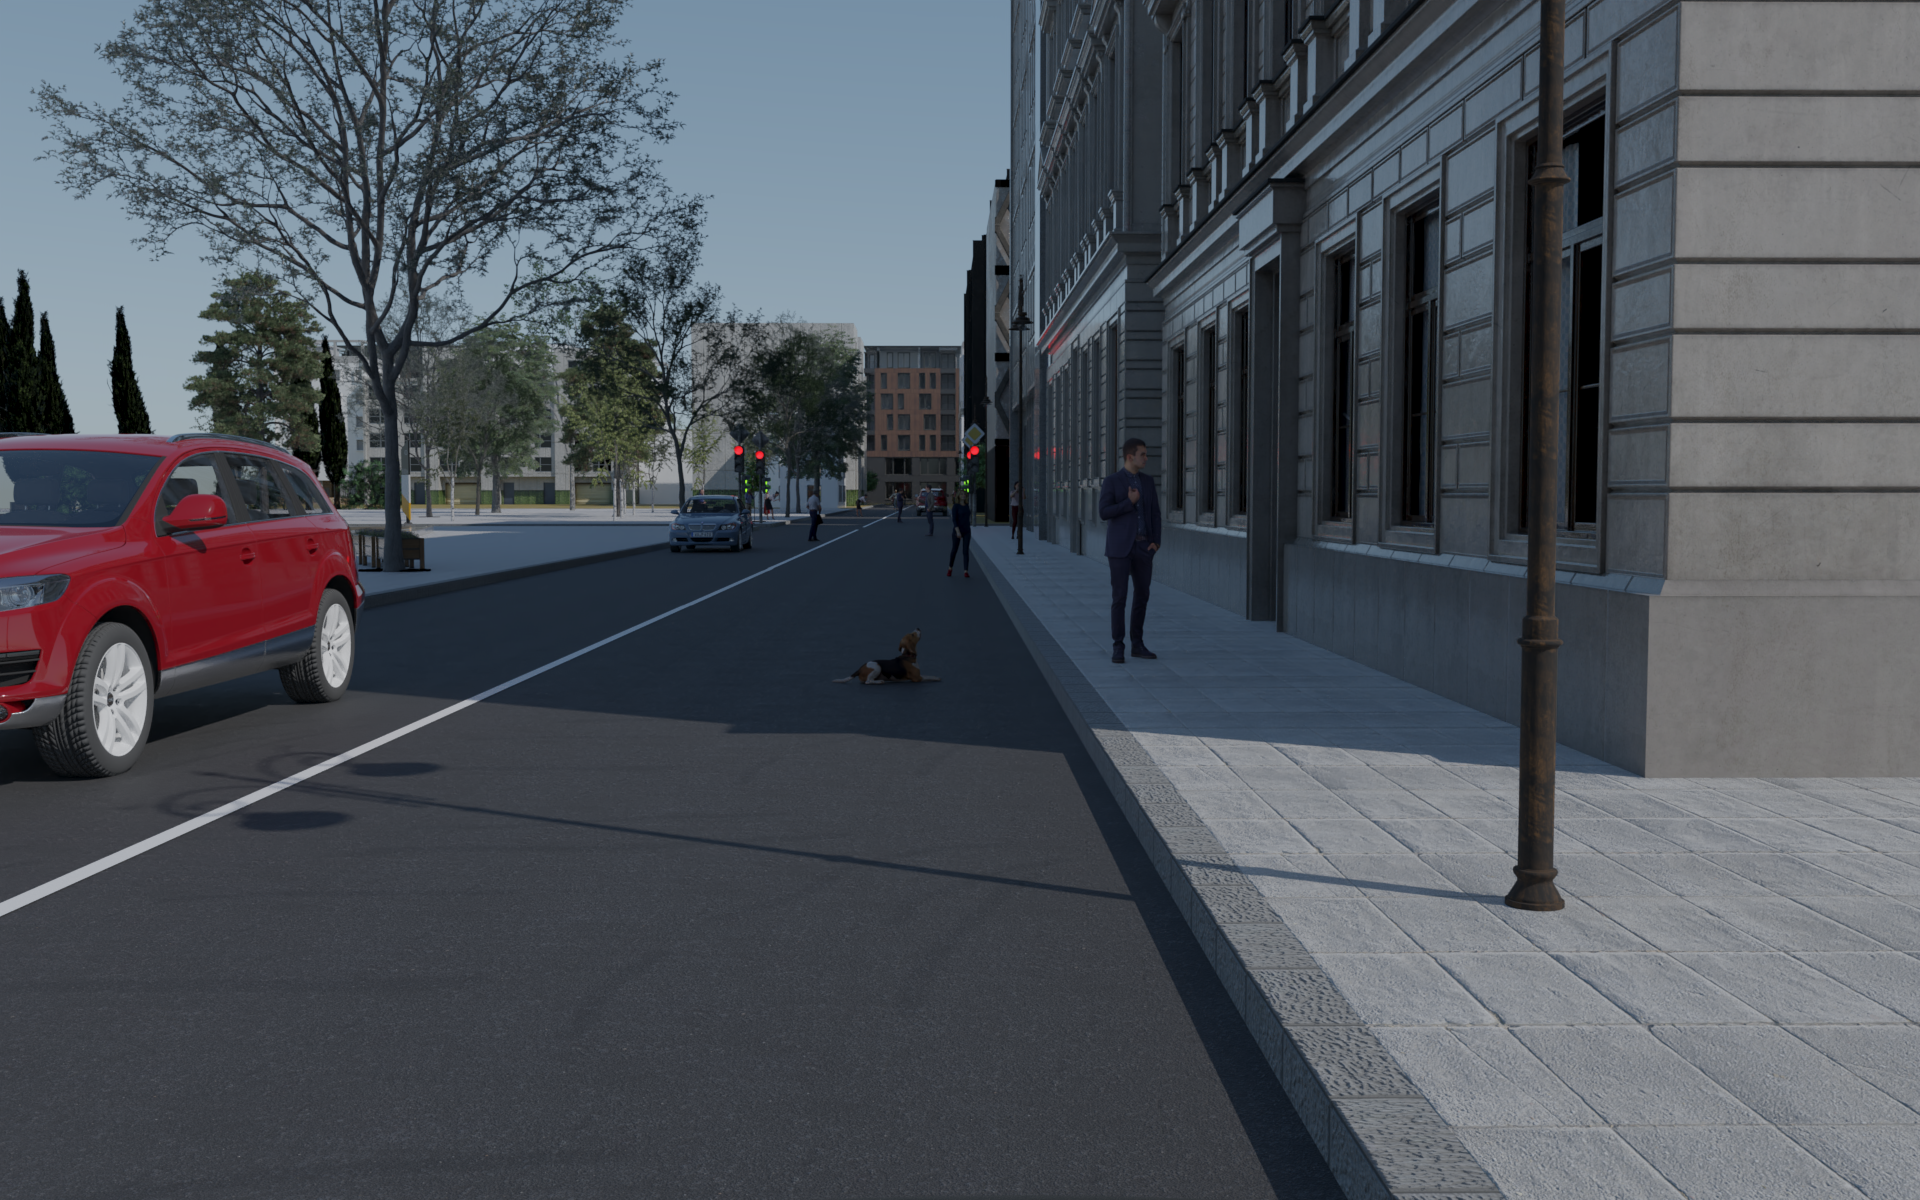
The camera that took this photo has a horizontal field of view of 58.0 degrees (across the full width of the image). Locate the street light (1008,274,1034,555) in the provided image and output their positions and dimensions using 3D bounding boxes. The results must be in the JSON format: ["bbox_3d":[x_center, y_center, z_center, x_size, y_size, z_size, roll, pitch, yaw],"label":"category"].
[{"bbox_3d":[1.281,-3.902,36.587,0.468,5.910,1.993,0,4,-1],"label":"street light"}]

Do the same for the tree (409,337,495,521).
[{"bbox_3d":[-23.992,-8.029,81.629,4.360,8.622,3.978,0,3,0],"label":"tree"}]

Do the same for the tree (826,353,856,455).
[{"bbox_3d":[-9.161,-9.818,94.931,7.601,10.594,8.767,-2,4,-27],"label":"tree"}]

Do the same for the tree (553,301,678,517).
[{"bbox_3d":[-19.265,-10.706,97.091,6.751,12.117,7.091,0,3,0],"label":"tree"}]

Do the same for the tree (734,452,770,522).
[{"bbox_3d":[-9.572,-5.194,79.527,1.663,3.219,1.824,0,3,0],"label":"tree"}]

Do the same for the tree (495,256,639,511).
[{"bbox_3d":[-30.965,-17.107,135.596,12.611,20.169,13.585,0,3,0],"label":"tree"}]

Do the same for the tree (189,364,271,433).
[{"bbox_3d":[-37.342,-8.499,89.323,4.360,8.622,3.978,0,3,0],"label":"tree"}]

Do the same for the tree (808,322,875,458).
[{"bbox_3d":[-10.956,-12.542,115.435,12.009,13.543,11.850,0,3,0],"label":"tree"}]

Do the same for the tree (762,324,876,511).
[{"bbox_3d":[-10.917,-13.722,131.015,9.857,13.997,8.962,0,3,0],"label":"tree"}]

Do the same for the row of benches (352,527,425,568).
[{"bbox_3d":[-10.149,-0.927,30.623,1.422,0.672,4.104,-2,4,-27],"label":"row of benches"}]

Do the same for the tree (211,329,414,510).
[{"bbox_3d":[-54.694,-14.652,141.384,18.604,14.587,13.155,1,4,8],"label":"tree"}]

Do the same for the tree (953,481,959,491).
[{"bbox_3d":[0.067,-14.311,228.579,1.663,3.219,1.824,0,3,0],"label":"tree"}]

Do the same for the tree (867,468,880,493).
[{"bbox_3d":[-11.573,-14.219,216.194,4.285,4.588,4.351,0,3,0],"label":"tree"}]

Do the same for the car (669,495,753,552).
[{"bbox_3d":[-6.316,-1.974,44.282,2.014,1.417,4.499,0,4,-1],"label":"car"}]

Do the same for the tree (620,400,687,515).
[{"bbox_3d":[-21.316,-10.448,121.183,4.360,8.622,3.978,0,3,0],"label":"tree"}]

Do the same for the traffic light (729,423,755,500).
[{"bbox_3d":[-8.611,-4.806,67.823,0.839,4.213,0.868,0,4,-1],"label":"traffic light"}]

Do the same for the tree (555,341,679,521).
[{"bbox_3d":[-16.719,-8.082,82.511,4.737,8.622,4.395,0,3,0],"label":"tree"}]

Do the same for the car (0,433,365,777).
[{"bbox_3d":[-5.288,-0.108,10.440,2.281,1.827,5.304,0,4,-1],"label":"car"}]

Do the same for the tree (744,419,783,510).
[{"bbox_3d":[-16.042,-11.613,140.231,4.360,8.622,3.978,0,3,0],"label":"tree"}]

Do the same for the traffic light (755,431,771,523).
[{"bbox_3d":[-8.712,-5.294,75.808,0.839,4.213,0.868,0,4,-1],"label":"traffic light"}]

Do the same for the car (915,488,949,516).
[{"bbox_3d":[-1.864,-6.509,115.089,2.281,1.827,5.304,0,4,-1],"label":"car"}]

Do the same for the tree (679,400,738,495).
[{"bbox_3d":[-19.749,-11.070,131.351,4.737,8.622,4.395,0,3,0],"label":"tree"}]

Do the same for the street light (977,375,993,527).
[{"bbox_3d":[1.027,-5.799,67.596,0.468,5.910,1.993,0,4,-1],"label":"street light"}]

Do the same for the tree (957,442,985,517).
[{"bbox_3d":[1.640,-7.063,99.197,4.285,4.588,4.351,0,3,0],"label":"tree"}]

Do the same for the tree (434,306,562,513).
[{"bbox_3d":[-31.690,-12.898,117.540,9.857,13.997,8.962,0,3,0],"label":"tree"}]

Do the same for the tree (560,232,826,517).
[{"bbox_3d":[-9.814,-7.757,61.245,8.767,10.594,7.601,-1,4,-14],"label":"tree"}]

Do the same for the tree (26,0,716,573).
[{"bbox_3d":[-9.335,-7.199,28.080,12.009,13.543,11.850,0,3,0],"label":"tree"}]

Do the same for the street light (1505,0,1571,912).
[{"bbox_3d":[1.794,-1.984,5.229,0.468,5.910,1.993,0,4,-1],"label":"street light"}]

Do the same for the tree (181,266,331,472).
[{"bbox_3d":[-33.141,-9.784,82.023,6.751,12.117,7.091,0,3,0],"label":"tree"}]

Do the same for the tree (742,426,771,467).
[{"bbox_3d":[-16.930,-11.920,145.256,4.737,8.622,4.395,0,3,0],"label":"tree"}]

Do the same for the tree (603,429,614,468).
[{"bbox_3d":[-28.596,-12.059,147.524,4.360,8.622,3.978,0,3,0],"label":"tree"}]

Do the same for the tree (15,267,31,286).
[{"bbox_3d":[-57.293,-11.960,97.372,18.604,14.587,13.155,-3,5,-43],"label":"tree"}]

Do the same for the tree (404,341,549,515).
[{"bbox_3d":[-29.595,-10.490,105.918,8.767,10.594,7.601,-1,4,-21],"label":"tree"}]

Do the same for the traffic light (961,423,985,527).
[{"bbox_3d":[0.550,-4.814,67.955,0.839,4.213,0.868,0,4,-1],"label":"traffic light"}]

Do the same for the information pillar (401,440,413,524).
[{"bbox_3d":[-23.910,-5.102,74.766,0.504,3.616,0.183,2,4,33],"label":"information pillar"}]

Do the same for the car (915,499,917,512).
[{"bbox_3d":[-2.535,-7.843,137.267,2.155,1.783,4.494,0,4,0],"label":"car"}]

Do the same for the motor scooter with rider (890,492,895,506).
[{"bbox_3d":[-7.729,-11.783,201.619,0.876,1.779,1.986,0,4,1],"label":"motor scooter with rider"}]

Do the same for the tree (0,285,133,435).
[{"bbox_3d":[-61.867,-13.489,122.367,13.155,14.587,18.604,-2,4,-32],"label":"tree"}]
